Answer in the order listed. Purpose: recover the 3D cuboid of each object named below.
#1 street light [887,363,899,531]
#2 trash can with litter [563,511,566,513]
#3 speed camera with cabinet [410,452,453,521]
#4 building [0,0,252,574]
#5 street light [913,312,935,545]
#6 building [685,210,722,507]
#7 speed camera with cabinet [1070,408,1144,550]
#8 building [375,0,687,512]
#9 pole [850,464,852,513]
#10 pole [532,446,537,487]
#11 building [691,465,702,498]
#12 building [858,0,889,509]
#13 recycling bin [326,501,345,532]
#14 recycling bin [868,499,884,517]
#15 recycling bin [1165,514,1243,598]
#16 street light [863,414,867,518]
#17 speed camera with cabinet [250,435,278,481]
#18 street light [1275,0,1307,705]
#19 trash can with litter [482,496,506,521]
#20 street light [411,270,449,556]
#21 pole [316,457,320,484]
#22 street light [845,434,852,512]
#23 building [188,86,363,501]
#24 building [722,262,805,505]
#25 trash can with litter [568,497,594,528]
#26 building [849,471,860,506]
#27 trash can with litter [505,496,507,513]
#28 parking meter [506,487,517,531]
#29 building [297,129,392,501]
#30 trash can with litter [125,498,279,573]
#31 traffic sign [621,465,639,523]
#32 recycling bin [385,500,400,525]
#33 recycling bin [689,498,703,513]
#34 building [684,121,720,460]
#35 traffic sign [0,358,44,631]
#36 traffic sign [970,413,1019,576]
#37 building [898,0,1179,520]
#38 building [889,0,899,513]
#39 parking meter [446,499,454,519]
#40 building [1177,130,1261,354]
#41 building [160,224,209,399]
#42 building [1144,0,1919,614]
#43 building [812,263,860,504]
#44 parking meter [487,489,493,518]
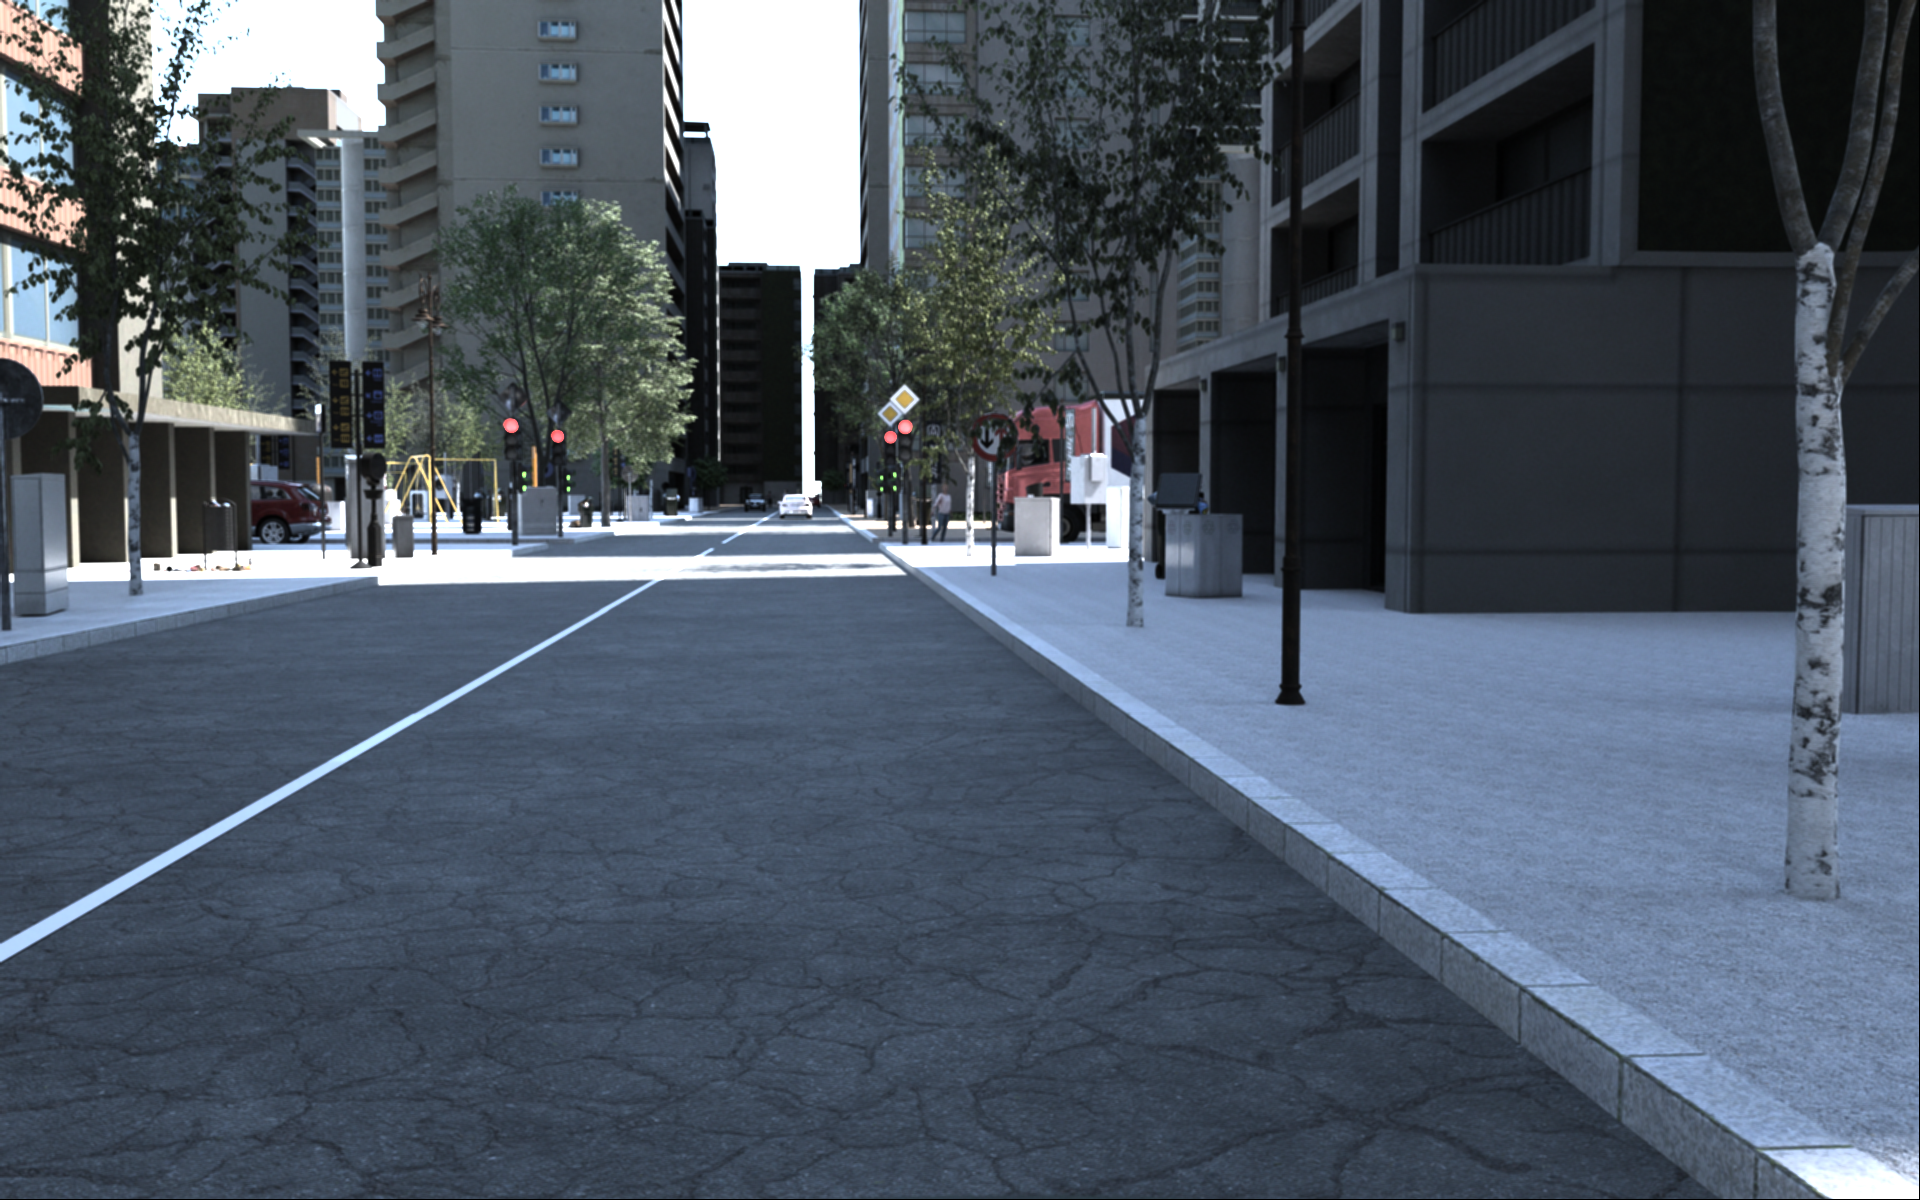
[{"bbox_3d":[-2.260,-5.299,59.424,0.468,5.910,1.993,0,4,-5],"label":"street light"},{"bbox_3d":[-27.557,-6.551,118.165,2.233,1.210,1.678,1,4,22],"label":"trash can with litter"},{"bbox_3d":[-24.956,-5.344,81.713,2.038,3.252,0.660,1,4,20],"label":"speed camera with cabinet"},{"bbox_3d":[-28.743,-22.884,28.776,28.867,44.769,22.147,0,4,-5],"label":"building"},{"bbox_3d":[-0.908,-4.349,43.900,0.468,5.910,1.993,0,4,-5],"label":"street light"},{"bbox_3d":[-31.784,-24.623,174.286,14.160,30.474,14.107,0,4,-5],"label":"building"},{"bbox_3d":[3.538,-2.817,40.389,2.038,3.252,0.660,-2,4,-34],"label":"speed camera with cabinet"},{"bbox_3d":[-32.944,-31.278,135.096,21.300,48.544,21.600,0,4,-5],"label":"building"},{"bbox_3d":[-7.265,-7.458,115.787,0.158,3.312,0.155,0,3,0],"label":"pole"},{"bbox_3d":[-18.093,-4.882,73.669,0.158,3.312,0.155,0,3,0],"label":"pole"},{"bbox_3d":[-34.009,-43.866,155.458,20.563,71.187,20.611,0,4,-5],"label":"building"},{"bbox_3d":[2.898,-31.499,138.713,21.300,48.544,21.600,0,4,-5],"label":"building"},{"bbox_3d":[-21.591,-2.881,59.663,0.722,1.027,0.722,0,4,-8],"label":"recycling bin"},{"bbox_3d":[-4.701,-5.150,96.749,0.722,1.027,0.722,-2,4,-28],"label":"recycling bin"},{"bbox_3d":[3.057,-0.561,21.720,0.722,1.027,0.722,-2,4,-27],"label":"recycling bin"},{"bbox_3d":[-5.085,-7.344,92.856,0.468,5.910,1.993,0,4,-5],"label":"street light"},{"bbox_3d":[-20.947,-3.599,53.187,2.038,3.252,0.660,2,4,34],"label":"speed camera with cabinet"},{"bbox_3d":[2.023,-2.302,10.433,0.468,5.910,1.993,0,4,-5],"label":"street light"},{"bbox_3d":[-22.263,-4.318,81.664,1.678,1.210,2.233,-1,4,-22],"label":"trash can with litter"},{"bbox_3d":[-10.970,-3.865,35.985,0.468,5.910,1.993,0,4,-5],"label":"street light"},{"bbox_3d":[-35.379,-6.219,95.530,0.158,3.312,0.155,0,3,0],"label":"pole"},{"bbox_3d":[-8.155,-9.415,126.730,0.468,5.910,1.993,0,4,-5],"label":"street light"},{"bbox_3d":[-73.273,-32.867,187.491,14.200,45.320,14.600,0,4,-5],"label":"building"},{"bbox_3d":[-26.753,-27.321,218.395,14.107,30.474,14.160,0,4,-5],"label":"building"},{"bbox_3d":[-14.232,-3.273,64.900,1.055,1.170,0.624,2,4,25],"label":"trash can with litter"},{"bbox_3d":[-1.824,-45.980,190.031,20.563,71.187,20.611,0,4,-5],"label":"building"},{"bbox_3d":[-30.435,-6.372,115.562,0.624,1.170,1.055,-2,4,-25],"label":"trash can with litter"},{"bbox_3d":[-15.616,-3.180,60.411,0.372,1.533,0.369,0,3,0],"label":"parking meter"},{"bbox_3d":[-52.398,-29.923,181.122,23.993,40.220,32.217,0,4,-5],"label":"building"},{"bbox_3d":[-12.698,-1.090,28.875,2.233,1.210,1.678,0,4,-4],"label":"trash can with litter"},{"bbox_3d":[-14.522,-4.657,76.255,0.768,2.556,0.104,0,4,-1],"label":"traffic sign"},{"bbox_3d":[-23.966,-3.673,72.603,0.722,1.027,0.722,1,4,15],"label":"recycling bin"},{"bbox_3d":[-17.803,-6.378,116.827,0.722,1.027,0.722,1,4,20],"label":"recycling bin"},{"bbox_3d":[-33.872,-31.076,191.692,14.086,41.232,14.154,0,4,-5],"label":"building"},{"bbox_3d":[-8.982,-0.987,16.236,0.768,2.556,0.104,0,4,-5],"label":"traffic sign"},{"bbox_3d":[0.533,-1.659,27.237,0.768,2.556,0.104,0,4,-3],"label":"traffic sign"},{"bbox_3d":[3.615,-25.055,93.245,14.154,41.232,14.086,0,4,-5],"label":"building"},{"bbox_3d":[2.503,-28.446,115.209,14.600,45.320,14.200,0,4,-5],"label":"building"},{"bbox_3d":[-26.481,-4.983,89.880,0.372,1.533,0.369,0,3,0],"label":"parking meter"},{"bbox_3d":[34.851,-30.365,188.344,23.993,40.220,32.217,0,4,-5],"label":"building"},{"bbox_3d":[-87.430,-25.423,187.367,14.107,30.474,14.160,0,4,-5],"label":"building"},{"bbox_3d":[14.591,-35.691,21.797,20.563,71.187,20.611,0,4,-5],"label":"building"},{"bbox_3d":[-11.681,-27.395,219.613,14.107,30.474,14.160,0,4,-5],"label":"building"},{"bbox_3d":[-25.610,-5.248,94.223,0.372,1.533,0.369,0,3,0],"label":"parking meter"}]
